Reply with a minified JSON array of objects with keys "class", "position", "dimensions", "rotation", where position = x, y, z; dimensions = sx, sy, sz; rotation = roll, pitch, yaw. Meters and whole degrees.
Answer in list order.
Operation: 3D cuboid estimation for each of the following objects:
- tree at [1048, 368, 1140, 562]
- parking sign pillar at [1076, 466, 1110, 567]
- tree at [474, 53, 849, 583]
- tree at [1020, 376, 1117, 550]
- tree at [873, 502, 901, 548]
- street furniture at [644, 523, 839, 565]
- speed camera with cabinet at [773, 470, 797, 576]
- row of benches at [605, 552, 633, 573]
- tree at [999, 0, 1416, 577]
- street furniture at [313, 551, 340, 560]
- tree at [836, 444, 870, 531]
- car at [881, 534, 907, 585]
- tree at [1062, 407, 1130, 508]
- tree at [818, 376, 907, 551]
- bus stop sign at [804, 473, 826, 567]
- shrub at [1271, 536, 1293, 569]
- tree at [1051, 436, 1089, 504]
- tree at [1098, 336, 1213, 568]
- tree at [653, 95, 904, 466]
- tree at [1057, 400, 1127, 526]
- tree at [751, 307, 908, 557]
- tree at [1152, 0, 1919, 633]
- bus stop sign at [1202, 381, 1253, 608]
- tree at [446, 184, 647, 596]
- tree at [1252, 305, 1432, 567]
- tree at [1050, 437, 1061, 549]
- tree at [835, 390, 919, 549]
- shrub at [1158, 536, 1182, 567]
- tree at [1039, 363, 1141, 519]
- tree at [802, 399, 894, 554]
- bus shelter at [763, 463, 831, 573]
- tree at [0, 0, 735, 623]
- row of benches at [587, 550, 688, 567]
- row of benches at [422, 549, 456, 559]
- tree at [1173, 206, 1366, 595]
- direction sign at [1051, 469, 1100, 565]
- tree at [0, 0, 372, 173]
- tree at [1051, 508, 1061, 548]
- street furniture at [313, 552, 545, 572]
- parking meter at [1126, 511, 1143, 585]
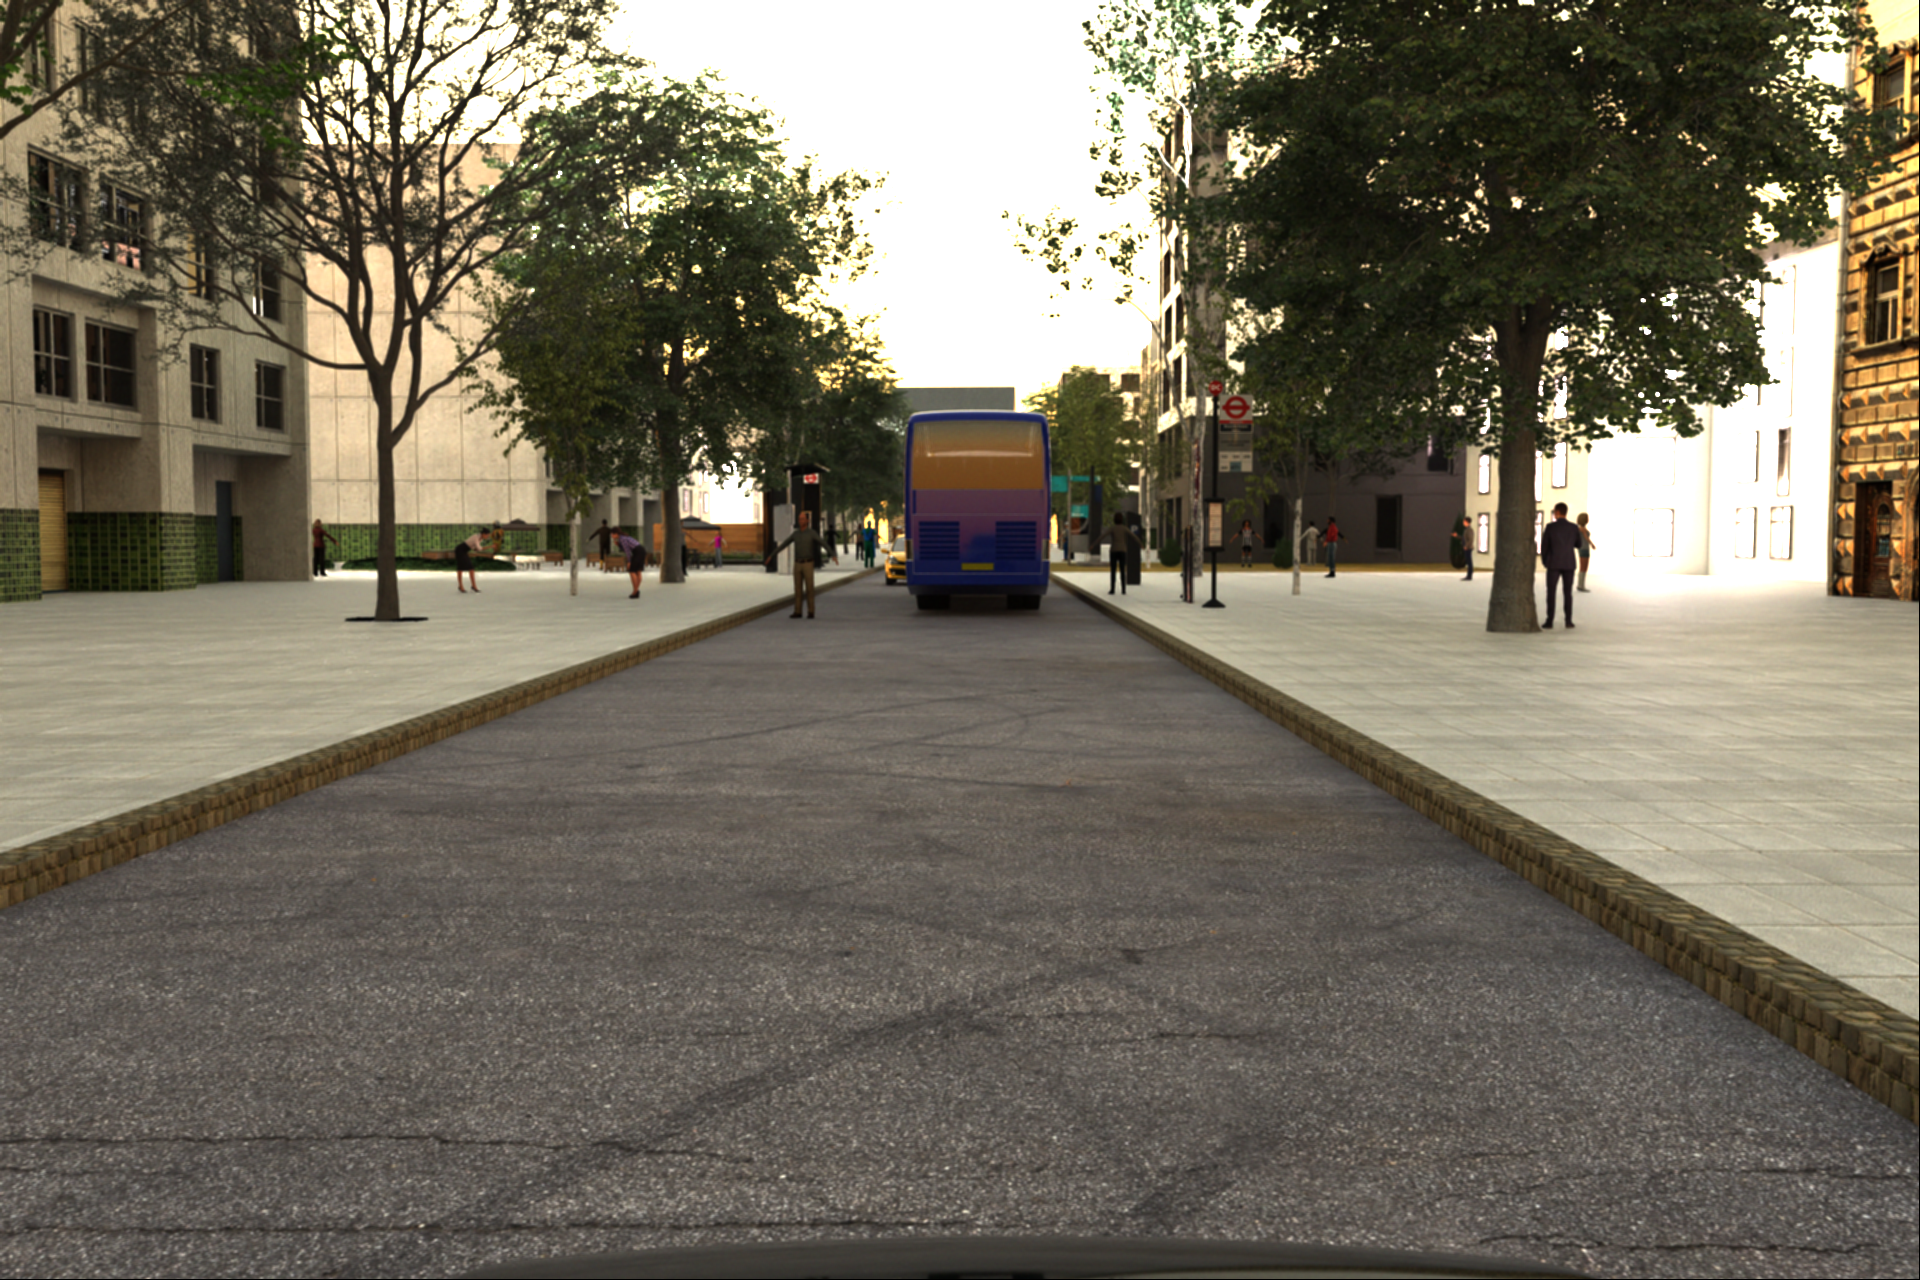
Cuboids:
[{"class":"tree","position":[5.812,-7.698,76.222],"dimensions":[4.737,8.622,4.395],"rotation":[0,3,0]},{"class":"parking sign pillar","position":[5.361,-4.920,68.908],"dimensions":[1.447,3.967,1.447],"rotation":[0,4,1]},{"class":"tree","position":[-7.711,-8.482,45.335],"dimensions":[9.857,13.997,8.962],"rotation":[0,3,0]},{"class":"tree","position":[8.230,-14.165,138.259],"dimensions":[9.857,13.997,8.962],"rotation":[0,3,0]},{"class":"tree","position":[-6.692,-13.053,163.774],"dimensions":[4.360,8.622,3.978],"rotation":[0,3,0]},{"class":"street furniture","position":[-9.438,-4.076,73.492],"dimensions":[11.010,1.723,9.812],"rotation":[1,4,16]},{"class":"speed camera with cabinet","position":[-5.459,-3.667,54.285],"dimensions":[0.660,3.252,2.038],"rotation":[0,4,1]},{"class":"row of benches","position":[-11.550,-2.679,59.256],"dimensions":[1.422,0.672,4.104],"rotation":[0,4,-2]},{"class":"tree","position":[7.655,-12.042,52.772],"dimensions":[12.611,20.169,13.585],"rotation":[0,3,0]},{"class":"street furniture","position":[-30.657,-3.946,71.370],"dimensions":[11.010,1.723,9.812],"rotation":[1,4,11]},{"class":"tree","position":[-7.203,-10.404,120.464],"dimensions":[4.360,8.622,3.978],"rotation":[0,3,0]},{"class":"car","position":[-1.239,-2.417,49.750],"dimensions":[2.015,1.641,3.980],"rotation":[0,3,0]},{"class":"tree","position":[7.888,-9.165,100.209],"dimensions":[4.360,8.622,3.978],"rotation":[0,3,0]},{"class":"tree","position":[-7.312,-13.610,132.890],"dimensions":[12.009,13.543,11.850],"rotation":[0,3,0]},{"class":"bus stop sign","position":[-5.709,-4.852,68.037],"dimensions":[0.855,3.939,0.416],"rotation":[0,4,2]},{"class":"shrub","position":[11.851,-3.191,63.296],"dimensions":[1.383,1.207,1.383],"rotation":[0,3,0]},{"class":"tree","position":[8.169,-10.918,128.876],"dimensions":[4.360,8.622,3.978],"rotation":[0,3,0]},{"class":"tree","position":[6.866,-7.010,64.980],"dimensions":[4.360,8.622,3.978],"rotation":[0,3,0]},{"class":"tree","position":[-8.886,-13.574,77.822],"dimensions":[12.611,20.169,13.585],"rotation":[0,3,0]},{"class":"tree","position":[7.409,-8.817,94.514],"dimensions":[4.737,8.622,4.395],"rotation":[0,3,0]},{"class":"tree","position":[-7.229,-11.590,96.150],"dimensions":[9.857,13.997,8.962],"rotation":[0,3,0]},{"class":"tree","position":[7.214,-7.086,22.509],"dimensions":[9.857,13.997,8.962],"rotation":[0,3,0]},{"class":"bus stop sign","position":[4.665,-2.539,30.220],"dimensions":[0.855,3.939,0.416],"rotation":[0,4,1]},{"class":"tree","position":[-8.239,-5.224,35.772],"dimensions":[4.737,8.622,4.395],"rotation":[0,3,0]},{"class":"tree","position":[14.704,-8.120,67.174],"dimensions":[7.601,10.594,8.767],"rotation":[0,4,-5]},{"class":"tree","position":[8.442,-13.126,149.021],"dimensions":[8.767,10.594,7.601],"rotation":[-2,4,-25]},{"class":"tree","position":[-7.452,-15.013,152.116],"dimensions":[9.857,13.997,8.962],"rotation":[0,3,0]},{"class":"shrub","position":[8.178,-3.440,67.356],"dimensions":[1.383,1.207,1.383],"rotation":[0,3,0]},{"class":"tree","position":[8.450,-12.071,115.490],"dimensions":[7.486,12.596,7.792],"rotation":[0,3,0]},{"class":"tree","position":[-7.685,-10.841,111.668],"dimensions":[7.601,10.594,8.767],"rotation":[0,4,7]},{"class":"bus shelter","position":[-5.641,-4.228,60.416],"dimensions":[1.731,3.624,6.357],"rotation":[0,4,1]},{"class":"tree","position":[-8.427,-7.032,25.348],"dimensions":[12.009,13.543,11.850],"rotation":[0,3,0]},{"class":"row of benches","position":[-12.586,-3.161,67.141],"dimensions":[4.104,0.672,1.422],"rotation":[1,4,12]},{"class":"row of benches","position":[-21.495,-3.472,72.225],"dimensions":[1.422,0.672,4.104],"rotation":[0,4,2]},{"class":"tree","position":[6.922,-5.256,36.294],"dimensions":[4.737,8.622,4.395],"rotation":[0,3,0]},{"class":"direction sign","position":[4.493,-4.994,70.412],"dimensions":[2.525,3.948,1.411],"rotation":[0,4,-1]},{"class":"tree","position":[-8.455,-5.380,13.713],"dimensions":[9.928,11.665,9.643],"rotation":[0,3,0]},{"class":"tree","position":[8.726,-12.860,160.624],"dimensions":[4.737,8.622,4.395],"rotation":[0,3,0]},{"class":"street furniture","position":[-19.699,-2.806,61.506],"dimensions":[10.072,0.657,5.734],"rotation":[1,4,23]},{"class":"parking meter","position":[4.407,-2.329,43.798],"dimensions":[0.399,1.863,0.255],"rotation":[0,4,0]}]
